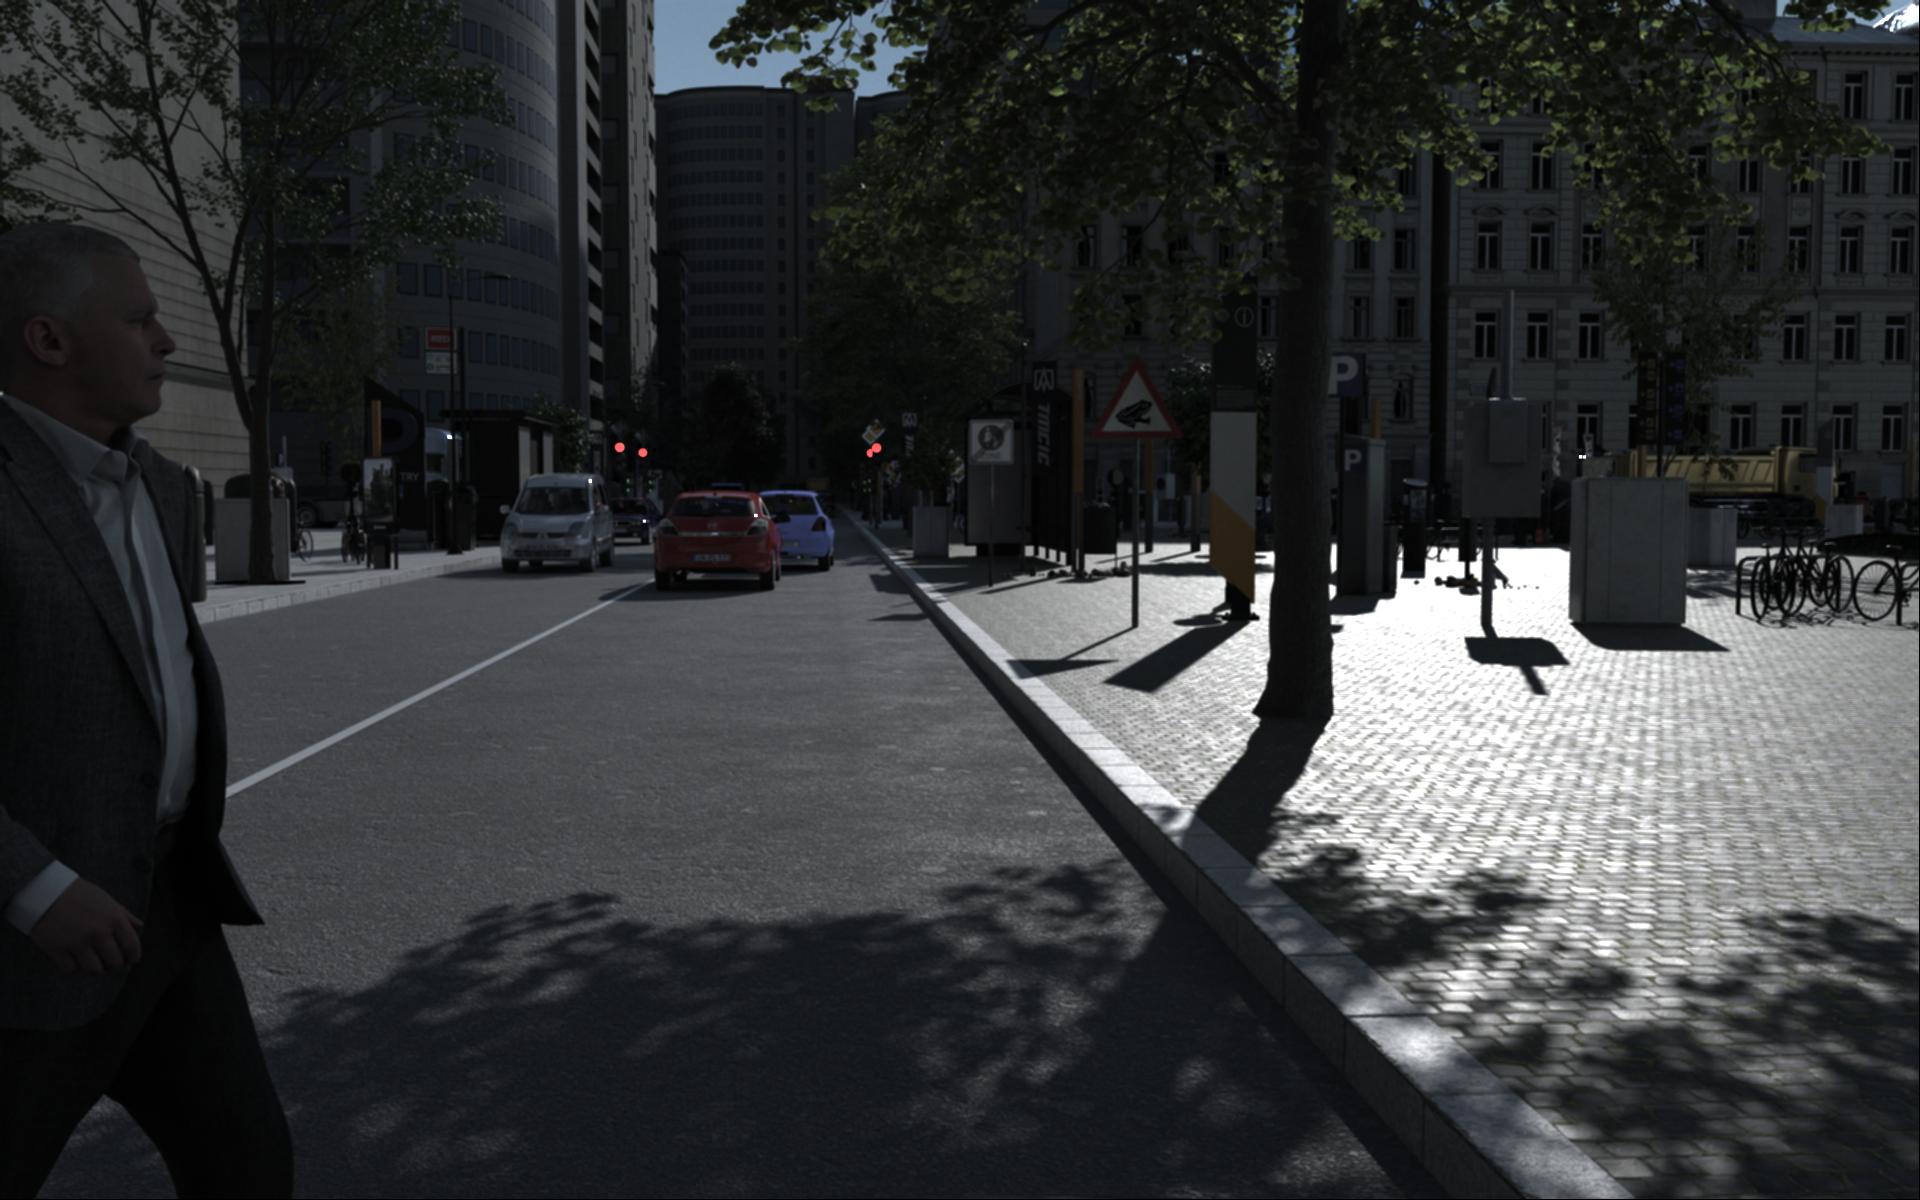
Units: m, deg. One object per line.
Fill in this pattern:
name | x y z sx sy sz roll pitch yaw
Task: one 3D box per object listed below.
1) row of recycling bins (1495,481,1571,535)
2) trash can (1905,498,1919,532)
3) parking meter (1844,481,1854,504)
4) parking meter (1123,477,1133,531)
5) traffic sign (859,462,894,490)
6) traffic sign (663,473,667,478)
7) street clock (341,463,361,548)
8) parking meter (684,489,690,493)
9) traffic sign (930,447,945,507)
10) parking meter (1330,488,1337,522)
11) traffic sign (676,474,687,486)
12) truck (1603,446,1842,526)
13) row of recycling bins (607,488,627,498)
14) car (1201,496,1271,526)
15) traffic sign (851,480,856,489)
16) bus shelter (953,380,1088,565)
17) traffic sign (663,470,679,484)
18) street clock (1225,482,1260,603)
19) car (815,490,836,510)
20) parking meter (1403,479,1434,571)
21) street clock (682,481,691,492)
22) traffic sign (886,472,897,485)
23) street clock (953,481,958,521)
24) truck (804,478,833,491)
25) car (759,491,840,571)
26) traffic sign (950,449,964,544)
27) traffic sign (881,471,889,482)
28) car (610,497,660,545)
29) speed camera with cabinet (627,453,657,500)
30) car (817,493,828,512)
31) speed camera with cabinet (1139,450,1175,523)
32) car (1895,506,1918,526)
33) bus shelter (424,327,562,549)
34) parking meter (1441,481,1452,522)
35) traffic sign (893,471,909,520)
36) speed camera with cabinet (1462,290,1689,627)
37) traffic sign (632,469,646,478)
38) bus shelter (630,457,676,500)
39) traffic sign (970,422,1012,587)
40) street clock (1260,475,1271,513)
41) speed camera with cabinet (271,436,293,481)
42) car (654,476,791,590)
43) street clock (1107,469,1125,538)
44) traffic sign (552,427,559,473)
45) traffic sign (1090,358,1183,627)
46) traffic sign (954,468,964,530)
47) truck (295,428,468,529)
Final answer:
row of recycling bins | 18.717 -2.930 55.018 3.534 1.692 1.069 0 4 4
trash can | 32.048 -2.834 57.987 0.748 1.137 0.748 0 3 0
parking meter | 41.124 -4.554 80.166 0.255 1.863 0.399 0 4 -2
parking meter | 5.930 -3.356 60.584 0.399 1.863 0.255 -1 4 -22
traffic sign | -5.334 -7.170 111.104 2.265 3.308 0.079 0 4 -4
traffic sign | -17.624 -6.266 102.547 0.768 2.556 0.104 0 4 2
street clock | -14.323 -2.215 40.783 0.358 2.002 0.471 1 4 18
parking meter | -15.717 -5.758 99.854 0.255 1.863 0.399 1 4 12
traffic sign | -0.705 -2.587 42.397 0.768 2.556 0.104 0 4 5
parking meter | 13.111 -3.190 60.574 0.372 1.533 0.369 0 3 0
traffic sign | -17.371 -6.576 107.624 0.768 2.556 0.104 0 4 3
truck | 31.375 -4.563 70.529 9.791 3.379 3.469 0 4 -6
row of recycling bins | -16.056 -4.502 80.725 1.069 1.692 3.534 0 4 -8
car | 12.047 -3.502 69.611 4.827 1.381 2.083 0 4 -5
traffic sign | -8.083 -8.152 134.464 0.795 2.450 0.064 0 3 0
bus shelter | 1.062 -2.417 33.445 2.014 3.302 5.546 0 4 -4
traffic sign | -15.205 -5.557 90.853 0.884 2.594 0.081 0 4 2
street clock | 3.248 -0.973 20.487 0.471 2.002 0.358 0 4 2
car | -12.260 -9.002 155.851 2.281 1.827 5.304 0 4 -5
parking meter | 7.608 -1.258 28.980 0.372 1.533 0.369 0 3 0
street clock | -14.718 -5.428 93.324 0.358 2.002 0.471 2 4 30
traffic sign | -3.417 -5.413 89.694 0.795 2.450 0.064 0 4 -1
street clock | -0.348 -4.787 82.837 0.471 2.002 0.358 -3 4 -37
truck | -16.798 -12.786 204.968 3.469 3.379 9.791 0 4 -3
car | -3.311 -1.463 33.518 1.945 1.707 3.694 0 4 -3
traffic sign | -0.218 -2.629 44.166 0.795 2.450 0.064 0 4 1
traffic sign | -4.244 -5.838 95.554 0.768 2.556 0.104 0 4 0
car | -9.605 -2.280 49.858 1.945 1.354 3.894 0 4 -2
speed camera with cabinet | -15.455 -5.485 84.011 0.660 3.252 2.038 1 4 18
car | -11.600 -7.940 139.416 1.945 1.707 3.694 0 4 -4
speed camera with cabinet | 8.694 -5.081 77.403 0.660 3.252 2.038 -3 4 -38
car | 41.484 -3.880 72.229 4.718 1.807 1.959 0 4 -4
bus shelter | -11.948 -4.081 44.357 2.179 5.291 8.768 0 4 -5
parking meter | 21.450 -4.323 76.389 0.255 1.863 0.399 -2 4 -27
traffic sign | -2.934 -5.339 87.292 0.884 2.594 0.081 0 4 -4
speed camera with cabinet | 6.019 -1.386 16.989 2.038 3.252 0.660 0 4 7
traffic sign | -16.005 -5.280 86.436 0.768 2.556 0.104 0 4 -3
bus shelter | -17.313 -6.361 97.933 2.014 3.302 5.546 0 4 -4
traffic sign | 0.429 -1.335 23.960 0.606 2.300 0.079 0 4 1
street clock | 8.159 -2.562 46.462 0.358 2.002 0.471 3 5 42
speed camera with cabinet | -23.790 -3.988 59.542 2.038 3.252 0.660 2 4 34
car | -3.764 -1.118 27.327 2.155 1.783 4.494 0 4 -4
street clock | 4.502 -2.785 50.112 0.471 2.002 0.358 -2 4 -31
traffic sign | -12.832 -3.471 50.621 2.265 3.308 0.079 0 4 3
traffic sign | 1.688 -1.017 16.632 0.884 2.594 0.081 0 4 2
traffic sign | -0.064 -3.683 61.401 0.795 2.450 0.064 0 4 2
truck | -27.755 -4.668 66.074 18.799 4.110 2.967 0 4 -3
